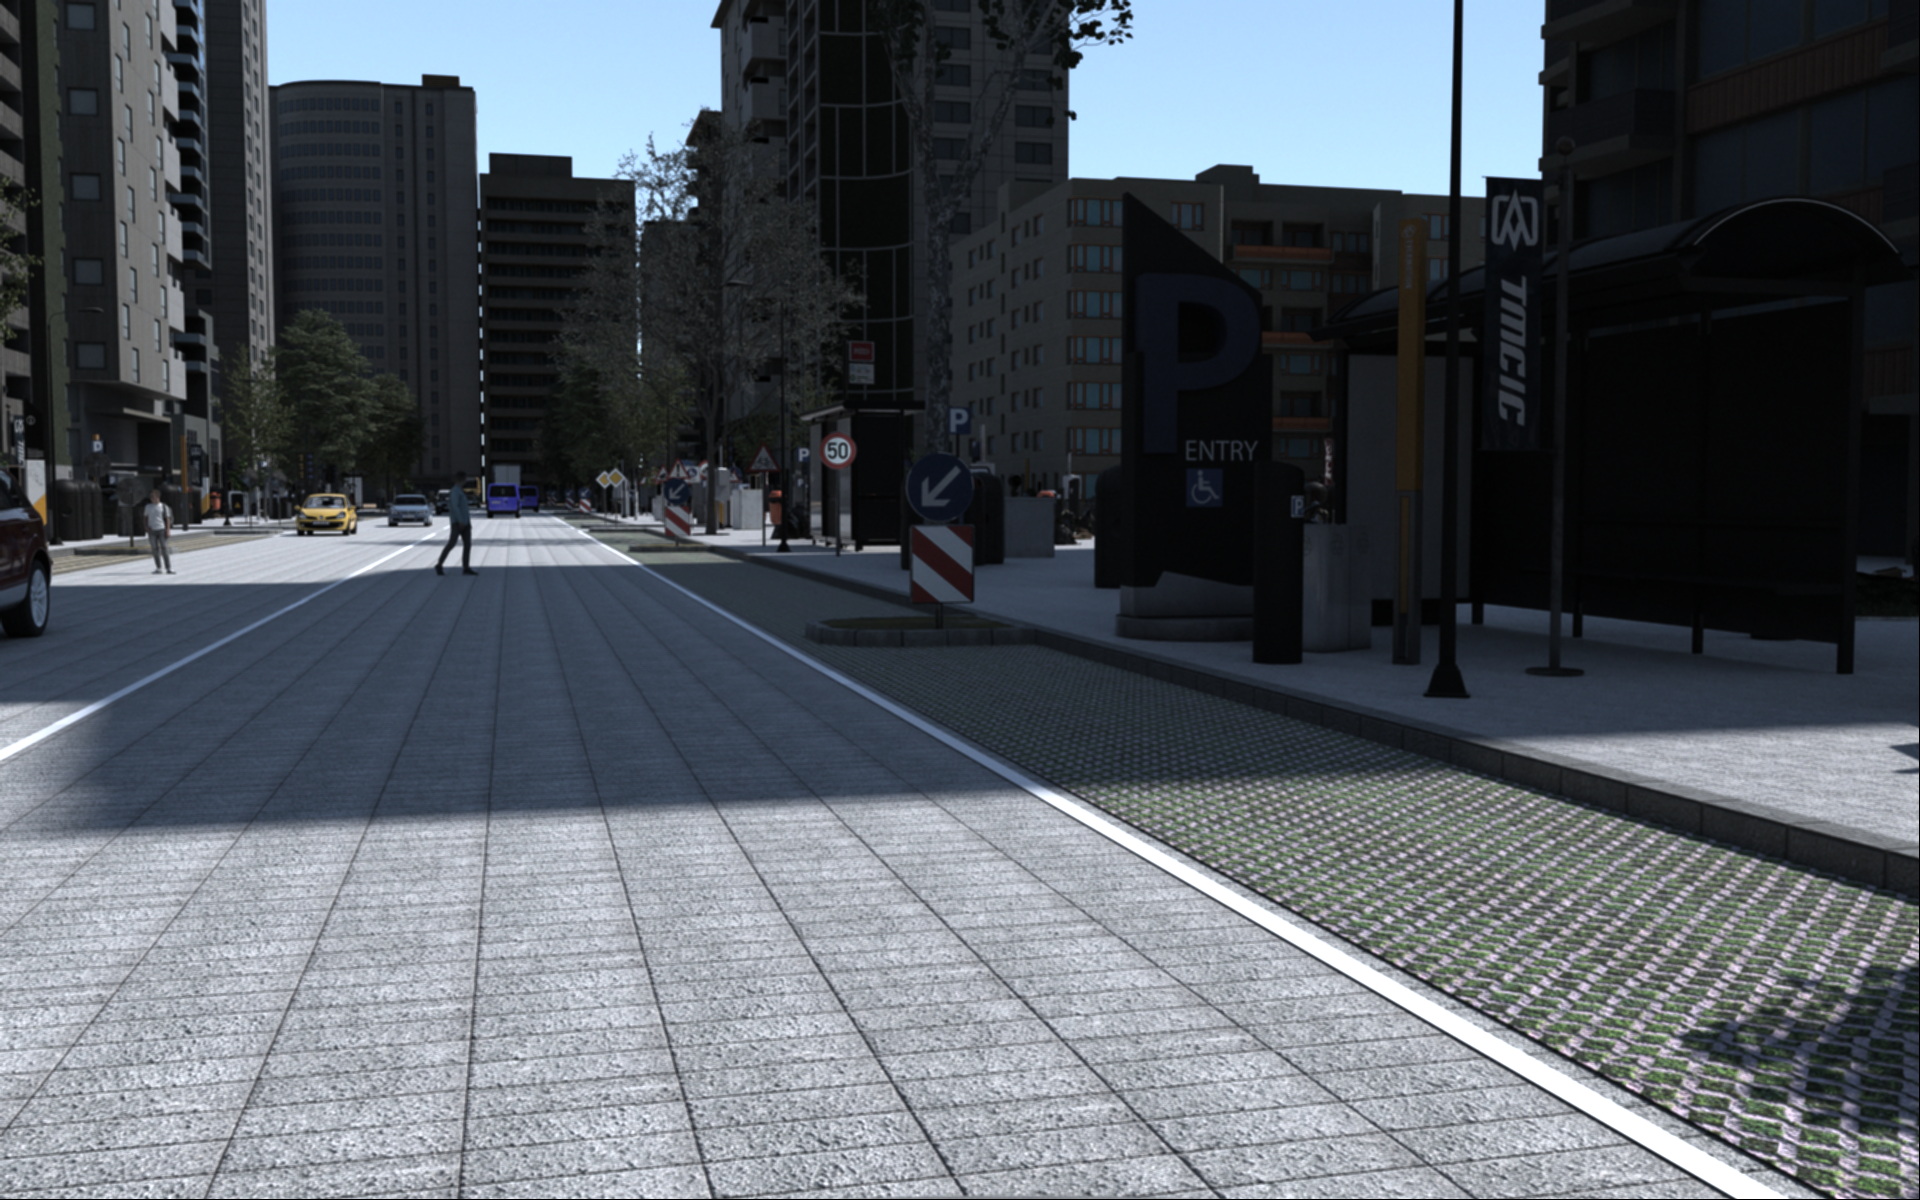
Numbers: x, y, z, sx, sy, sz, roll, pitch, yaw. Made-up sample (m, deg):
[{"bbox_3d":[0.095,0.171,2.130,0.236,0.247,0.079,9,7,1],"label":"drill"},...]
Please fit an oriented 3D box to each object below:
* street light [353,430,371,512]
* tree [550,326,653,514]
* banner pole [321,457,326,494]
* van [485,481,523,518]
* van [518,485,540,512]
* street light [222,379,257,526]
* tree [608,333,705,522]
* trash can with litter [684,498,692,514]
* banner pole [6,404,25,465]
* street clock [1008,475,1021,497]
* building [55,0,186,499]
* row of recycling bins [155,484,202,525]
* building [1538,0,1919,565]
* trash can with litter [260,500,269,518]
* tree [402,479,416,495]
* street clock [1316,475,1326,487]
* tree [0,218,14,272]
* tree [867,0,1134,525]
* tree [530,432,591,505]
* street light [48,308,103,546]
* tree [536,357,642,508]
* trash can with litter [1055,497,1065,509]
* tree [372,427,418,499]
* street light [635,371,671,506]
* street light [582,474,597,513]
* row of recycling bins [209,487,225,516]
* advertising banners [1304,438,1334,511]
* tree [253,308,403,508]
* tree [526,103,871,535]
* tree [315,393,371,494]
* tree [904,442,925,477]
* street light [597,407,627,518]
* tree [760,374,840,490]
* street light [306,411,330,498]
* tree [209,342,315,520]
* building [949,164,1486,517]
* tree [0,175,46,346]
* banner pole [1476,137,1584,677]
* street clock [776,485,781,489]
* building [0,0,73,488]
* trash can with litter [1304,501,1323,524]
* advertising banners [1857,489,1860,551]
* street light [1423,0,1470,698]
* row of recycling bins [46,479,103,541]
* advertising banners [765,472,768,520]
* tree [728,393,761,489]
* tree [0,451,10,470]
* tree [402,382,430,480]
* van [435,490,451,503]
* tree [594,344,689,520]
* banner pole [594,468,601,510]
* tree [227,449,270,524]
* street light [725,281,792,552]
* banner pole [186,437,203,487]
[{"bbox_3d":[-43.103,-9.307,124.716,1.470,5.913,1.316,-1,4,-14],"label":"street light"},{"bbox_3d":[-23.206,-11.968,113.807,7.486,12.596,7.792,0,3,0],"label":"tree"},{"bbox_3d":[-43.031,-7.775,117.133,0.401,3.779,0.863,0,4,0],"label":"banner pole"},{"bbox_3d":[-27.370,-6.088,103.923,2.240,2.365,5.245,-1,4,-13],"label":"van"},{"bbox_3d":[-34.698,-8.191,138.299,2.240,2.365,5.245,-1,4,-16],"label":"van"},{"bbox_3d":[-29.079,-5.957,69.933,1.470,5.913,1.316,-1,4,-14],"label":"street light"},{"bbox_3d":[-13.769,-7.844,78.618,4.737,8.622,4.395,0,3,0],"label":"tree"},{"bbox_3d":[-18.527,-6.518,117.627,1.678,1.210,2.233,-2,4,-30],"label":"trash can with litter"},{"bbox_3d":[-26.265,-3.562,48.259,0.401,3.779,0.863,1,4,19],"label":"banner pole"},{"bbox_3d":[2.061,-3.708,65.193,0.471,2.002,0.358,-3,4,-36],"label":"street clock"},{"bbox_3d":[-70.879,-32.514,120.848,28.713,52.752,27.495,-1,4,-14],"label":"building"},{"bbox_3d":[-32.839,-4.011,72.698,1.069,1.692,3.534,0,4,-4],"label":"row of recycling bins"},{"bbox_3d":[25.449,-23.351,36.412,22.147,44.769,28.867,-1,4,-14],"label":"building"},{"bbox_3d":[-37.949,-5.116,95.026,1.055,1.170,0.624,-2,4,-34],"label":"trash can with litter"},{"bbox_3d":[-62.968,-12.370,196.848,1.663,3.219,1.824,0,3,0],"label":"tree"},{"bbox_3d":[13.637,-3.713,65.285,0.358,2.002,0.471,-1,4,-16],"label":"street clock"},{"bbox_3d":[-18.965,-5.625,26.374,8.767,10.594,7.601,-1,4,-18],"label":"tree"},{"bbox_3d":[0.920,-10.406,26.019,12.611,20.169,13.585,0,3,0],"label":"tree"},{"bbox_3d":[-46.262,-17.679,206.054,9.611,12.733,9.660,0,3,0],"label":"tree"},{"bbox_3d":[-22.086,-4.326,43.265,1.470,5.913,1.316,-1,4,-14],"label":"street light"},{"bbox_3d":[-32.733,-15.185,154.935,9.857,13.997,8.962,0,3,0],"label":"tree"},{"bbox_3d":[5.558,-4.957,92.430,1.055,1.170,0.624,-1,4,-11],"label":"trash can with litter"},{"bbox_3d":[-57.163,-13.604,172.788,4.737,8.622,4.395,0,3,0],"label":"tree"},{"bbox_3d":[-11.579,-5.689,65.557,1.470,5.913,1.316,-1,4,-14],"label":"street light"},{"bbox_3d":[-25.450,-8.966,119.142,1.470,5.913,1.316,-1,4,-14],"label":"street light"},{"bbox_3d":[-44.022,-5.773,101.497,1.069,1.692,3.534,1,4,22],"label":"row of recycling bins"},{"bbox_3d":[11.665,-3.719,56.988,0.090,3.025,2.074,-1,4,-23],"label":"advertising banners"},{"bbox_3d":[-39.049,-11.485,105.909,7.486,12.596,7.792,0,3,0],"label":"tree"},{"bbox_3d":[-7.716,-8.785,54.004,12.009,13.543,11.850,0,3,0],"label":"tree"},{"bbox_3d":[-43.642,-10.394,120.303,4.737,8.622,4.395,0,3,0],"label":"tree"},{"bbox_3d":[-1.208,-4.186,63.040,1.663,3.219,1.824,0,3,0],"label":"tree"},{"bbox_3d":[-18.488,-7.330,92.392,1.470,5.913,1.316,-1,4,-14],"label":"street light"},{"bbox_3d":[-8.542,-9.312,102.607,4.737,8.622,4.395,0,3,0],"label":"tree"},{"bbox_3d":[-36.061,-7.626,97.227,1.470,5.913,1.316,-1,4,-14],"label":"street light"},{"bbox_3d":[-34.113,-8.171,83.956,4.737,8.622,4.395,0,3,0],"label":"tree"},{"bbox_3d":[16.674,-16.316,111.807,28.899,21.520,27.650,-1,4,-14],"label":"building"},{"bbox_3d":[-20.976,-5.210,35.541,4.737,8.622,4.395,0,3,0],"label":"tree"},{"bbox_3d":[4.019,-1.356,12.180,0.863,3.779,0.401,-1,4,-16],"label":"banner pole"},{"bbox_3d":[-14.156,-8.015,135.607,0.358,2.002,0.471,2,4,31],"label":"street clock"},{"bbox_3d":[-55.645,-19.439,89.523,14.160,30.474,14.107,-1,4,-14],"label":"building"},{"bbox_3d":[5.459,-1.049,28.540,1.055,1.170,0.624,1,4,15],"label":"trash can with litter"},{"bbox_3d":[12.393,-1.809,25.768,0.090,3.025,2.074,-2,4,-30],"label":"advertising banners"},{"bbox_3d":[2.575,-2.336,10.728,1.470,5.913,1.316,-1,4,-14],"label":"street light"},{"bbox_3d":[-24.732,-2.531,48.496,1.069,1.692,3.534,-1,4,-15],"label":"row of recycling bins"},{"bbox_3d":[-9.739,-5.504,86.172,0.090,3.025,2.074,0,4,5],"label":"advertising banners"},{"bbox_3d":[-14.163,-10.455,121.304,4.737,8.622,4.395,0,3,0],"label":"tree"},{"bbox_3d":[-45.483,-5.387,82.671,1.663,3.219,1.824,0,3,0],"label":"tree"},{"bbox_3d":[-53.168,-14.915,161.988,7.486,12.596,7.792,0,3,0],"label":"tree"},{"bbox_3d":[-50.769,-10.018,170.801,2.013,2.044,4.112,-1,4,-16],"label":"van"},{"bbox_3d":[-15.572,-8.188,84.237,4.360,8.622,3.978,0,3,0],"label":"tree"},{"bbox_3d":[-29.609,-9.309,142.211,0.863,3.779,0.401,0,4,-6],"label":"banner pole"},{"bbox_3d":[-30.950,-4.906,74.814,1.663,3.219,1.824,0,3,0],"label":"tree"},{"bbox_3d":[-4.427,-4.006,38.039,1.470,5.913,1.316,-1,4,-14],"label":"street light"},{"bbox_3d":[-33.937,-5.296,76.614,0.863,3.779,0.401,-2,4,-33],"label":"banner pole"}]
